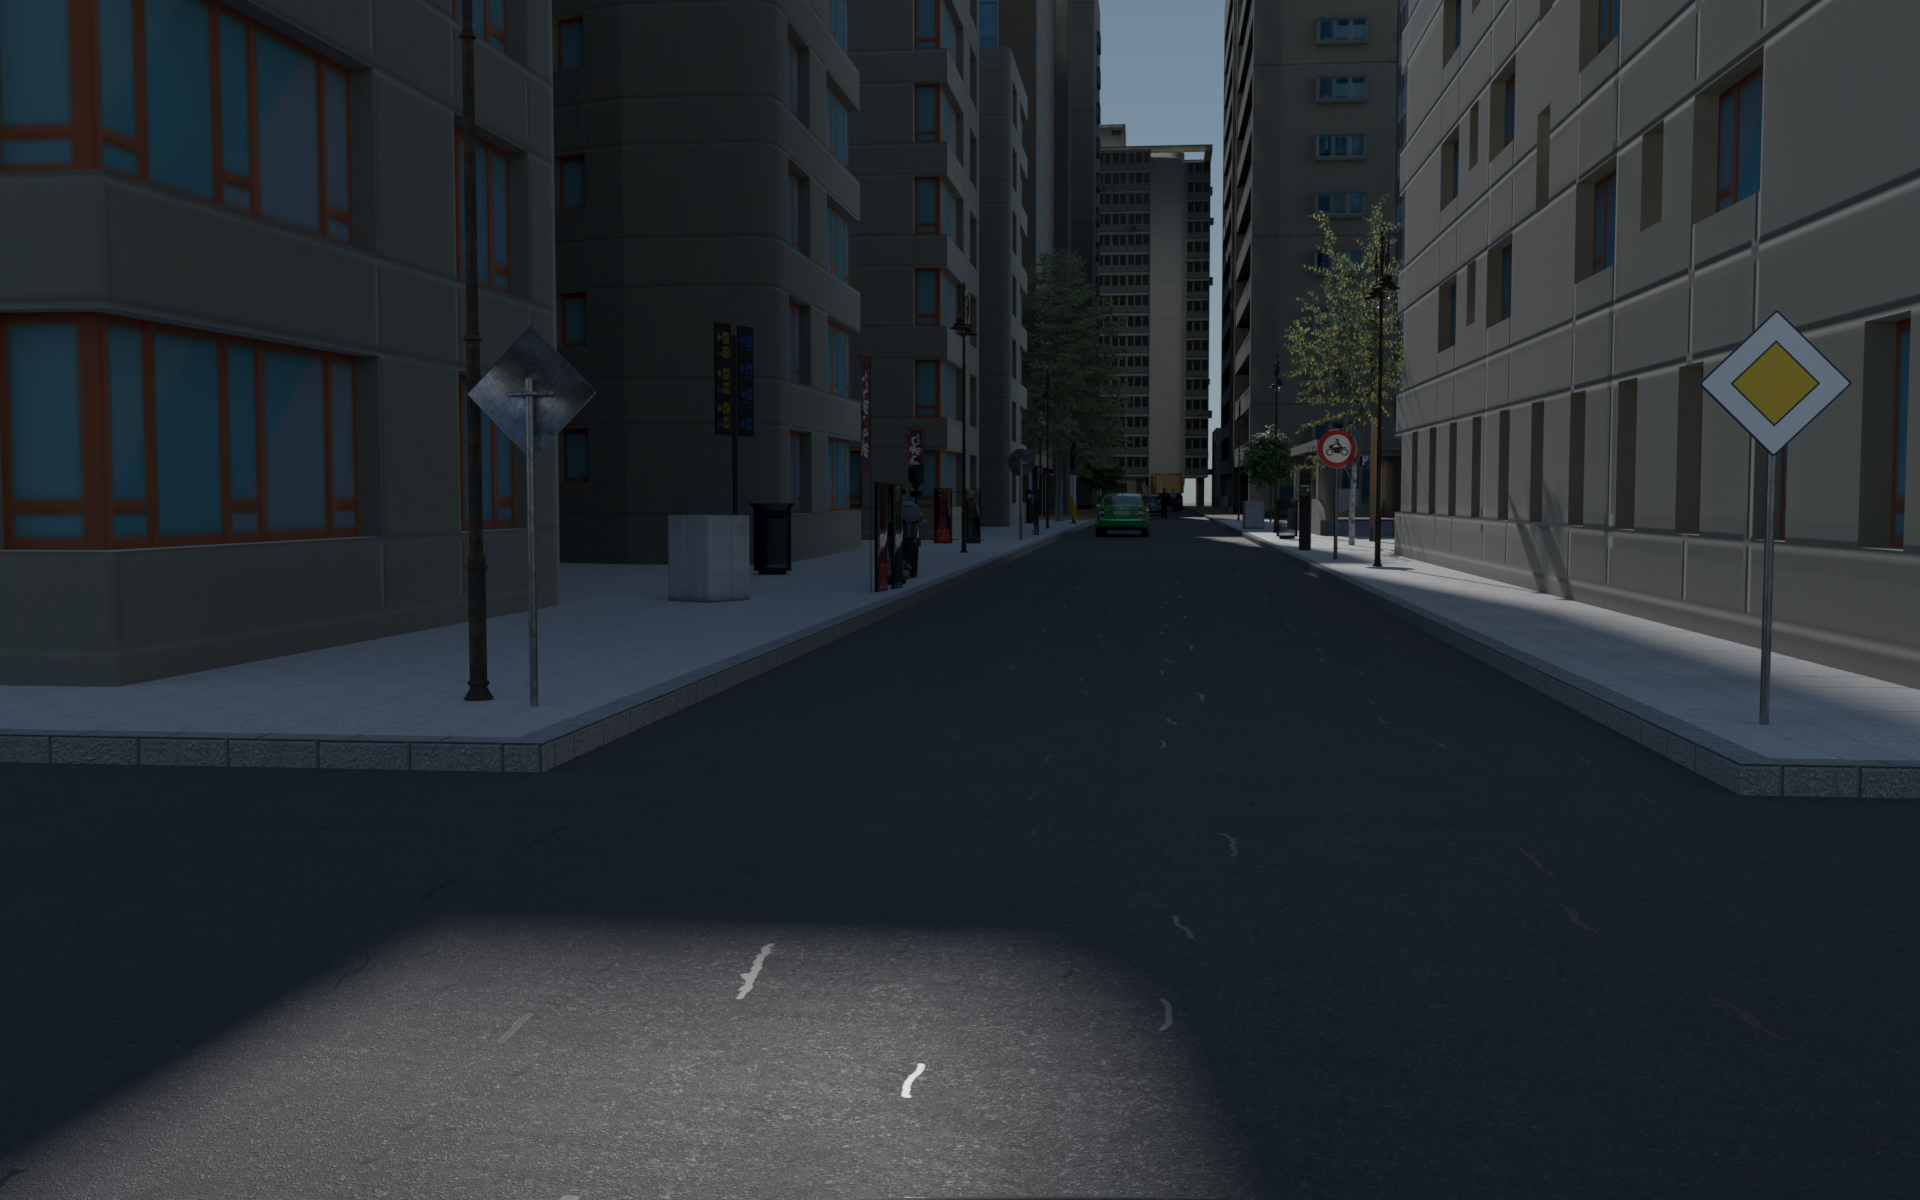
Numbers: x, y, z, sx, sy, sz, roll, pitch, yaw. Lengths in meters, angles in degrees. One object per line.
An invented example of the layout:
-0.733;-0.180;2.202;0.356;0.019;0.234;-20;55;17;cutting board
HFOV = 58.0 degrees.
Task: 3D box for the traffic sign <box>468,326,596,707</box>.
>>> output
-2.571;-0.414;10.408;0.795;2.450;0.064;0;4;7;traffic sign

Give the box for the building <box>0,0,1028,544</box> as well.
-12.437;-13.345;63.231;27.650;21.520;28.899;0;4;7;building

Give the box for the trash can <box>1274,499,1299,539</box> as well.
9.386;-2.326;49.681;0.748;1.137;0.748;0;3;0;trash can

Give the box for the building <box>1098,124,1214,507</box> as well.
14.779;-30.143;184.722;23.993;40.220;32.217;0;4;7;building

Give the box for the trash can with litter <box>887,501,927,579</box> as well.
-0.836;-0.918;26.390;0.624;1.170;1.055;0;4;2;trash can with litter

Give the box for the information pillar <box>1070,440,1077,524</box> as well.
4.921;-5.138;75.363;0.183;3.616;0.504;-1;4;-19;information pillar

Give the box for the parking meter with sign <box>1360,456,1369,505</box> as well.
17.785;-4.710;73.267;0.543;3.016;1.738;-3;5;-42;parking meter with sign

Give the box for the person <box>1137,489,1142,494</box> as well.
10.819;-5.812;104.472;0.756;1.711;0.436;-2;4;-28;person

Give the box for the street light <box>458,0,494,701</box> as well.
-3.003;-2.315;10.630;0.468;5.910;1.993;0;4;7;street light

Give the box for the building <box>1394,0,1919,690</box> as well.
21.981;-10.744;20.702;28.899;21.520;27.650;0;4;7;building

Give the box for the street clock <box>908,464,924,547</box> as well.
-1.076;-2.303;42.224;0.358;2.002;0.471;1;4;21;street clock

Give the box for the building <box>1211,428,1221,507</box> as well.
41.499;-52.742;174.999;31.000;86.520;22.319;0;4;7;building

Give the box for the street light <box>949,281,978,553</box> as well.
0.086;-3.974;37.762;0.468;5.910;1.993;0;4;7;street light

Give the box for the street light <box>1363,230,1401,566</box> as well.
7.420;-3.536;30.604;0.468;5.910;1.993;0;4;7;street light

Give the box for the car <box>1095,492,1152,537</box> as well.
5.632;-3.110;59.648;1.959;1.807;4.718;0;4;7;car

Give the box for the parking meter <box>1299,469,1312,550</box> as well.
7.872;-2.065;39.479;0.255;1.863;0.399;1;4;16;parking meter

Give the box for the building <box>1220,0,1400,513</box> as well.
33.258;-31.947;146.033;21.300;48.544;21.600;0;4;7;building

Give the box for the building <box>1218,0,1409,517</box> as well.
35.064;-26.379;123.176;32.217;40.220;23.993;0;4;7;building

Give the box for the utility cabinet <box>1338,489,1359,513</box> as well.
16.223;-3.937;73.057;1.173;1.500;0.318;-1;4;-15;utility cabinet

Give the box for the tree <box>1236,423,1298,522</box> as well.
14.098;-5.823;78.923;4.285;4.588;4.351;0;3;0;tree

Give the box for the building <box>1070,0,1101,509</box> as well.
1.166;-32.190;150.002;21.600;48.544;21.300;0;4;7;building

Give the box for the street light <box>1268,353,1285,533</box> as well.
10.405;-5.151;57.003;0.468;5.910;1.993;0;4;7;street light

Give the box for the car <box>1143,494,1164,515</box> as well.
13.064;-6.456;117.561;2.014;1.417;4.499;0;4;8;car

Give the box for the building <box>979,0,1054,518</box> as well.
-2.303;-27.060;92.541;14.600;45.320;14.200;0;4;7;building

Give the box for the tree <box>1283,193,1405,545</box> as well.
9.883;-5.689;43.376;4.360;8.622;3.978;0;3;0;tree

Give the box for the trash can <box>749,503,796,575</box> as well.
-2.998;-0.979;27.666;0.748;1.137;0.748;0;3;0;trash can

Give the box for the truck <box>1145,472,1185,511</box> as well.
17.783;-9.370;149.130;3.469;3.379;9.791;0;4;5;truck

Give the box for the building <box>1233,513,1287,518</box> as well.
27.282;-29.170;100.635;21.300;48.544;21.600;0;4;7;building

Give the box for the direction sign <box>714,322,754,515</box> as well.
-3.022;-1.911;23.243;0.379;3.537;0.876;2;4;27;direction sign

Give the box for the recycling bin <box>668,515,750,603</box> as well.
-3.028;-0.510;20.895;0.722;1.027;0.722;3;4;36;recycling bin

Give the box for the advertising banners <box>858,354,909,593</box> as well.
-1.030;-1.627;22.787;0.090;3.025;2.074;1;4;14;advertising banners

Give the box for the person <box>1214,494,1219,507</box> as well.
24.582;-9.362;164.834;1.065;1.426;0.557;-2;4;-29;person

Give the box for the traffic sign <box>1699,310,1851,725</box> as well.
4.474;-0.363;9.579;0.795;2.450;0.064;0;4;7;traffic sign

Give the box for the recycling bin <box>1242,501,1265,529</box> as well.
10.838;-3.145;63.983;0.722;1.027;0.722;0;4;1;recycling bin

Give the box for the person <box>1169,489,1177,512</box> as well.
16.988;-7.913;137.745;0.709;1.838;0.599;2;4;32;person

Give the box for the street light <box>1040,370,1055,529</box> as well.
3.256;-5.598;64.309;0.468;5.910;1.993;0;4;7;street light

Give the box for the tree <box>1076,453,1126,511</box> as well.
11.192;-9.192;134.010;4.285;4.588;4.351;0;3;0;tree

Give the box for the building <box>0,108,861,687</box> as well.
-17.680;-11.114;26.761;27.650;21.520;28.899;0;4;7;building

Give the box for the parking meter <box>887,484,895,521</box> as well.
-1.712;-2.062;42.128;0.372;1.533;0.369;0;3;0;parking meter

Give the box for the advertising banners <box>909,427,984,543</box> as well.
-0.412;-2.981;44.922;2.074;3.025;0.090;0;4;1;advertising banners

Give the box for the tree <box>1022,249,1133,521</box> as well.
4.239;-9.969;81.115;7.486;12.596;7.792;0;3;0;tree

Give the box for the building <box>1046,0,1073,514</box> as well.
-0.480;-25.876;106.665;14.154;41.232;14.086;0;4;7;building

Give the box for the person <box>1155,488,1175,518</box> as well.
12.297;-5.852;104.209;1.348;1.821;0.705;-1;4;-20;person

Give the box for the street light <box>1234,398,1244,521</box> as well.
13.507;-6.789;83.795;0.468;5.910;1.993;0;4;7;street light

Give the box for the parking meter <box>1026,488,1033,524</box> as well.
3.066;-4.106;75.547;0.372;1.533;0.369;0;3;0;parking meter

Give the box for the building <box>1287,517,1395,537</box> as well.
27.861;-22.334;57.036;32.217;40.220;23.993;0;4;7;building

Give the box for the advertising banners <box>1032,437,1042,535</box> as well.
2.422;-3.558;54.362;0.090;3.025;2.074;0;4;-3;advertising banners

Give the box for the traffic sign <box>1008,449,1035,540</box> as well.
1.705;-2.963;48.543;0.768;2.556;0.104;1;4;16;traffic sign

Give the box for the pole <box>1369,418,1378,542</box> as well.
11.187;-3.239;46.797;0.158;3.312;0.155;0;3;0;pole

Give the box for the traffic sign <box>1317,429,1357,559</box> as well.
7.379;-2.071;33.967;0.768;2.556;0.104;1;4;8;traffic sign
